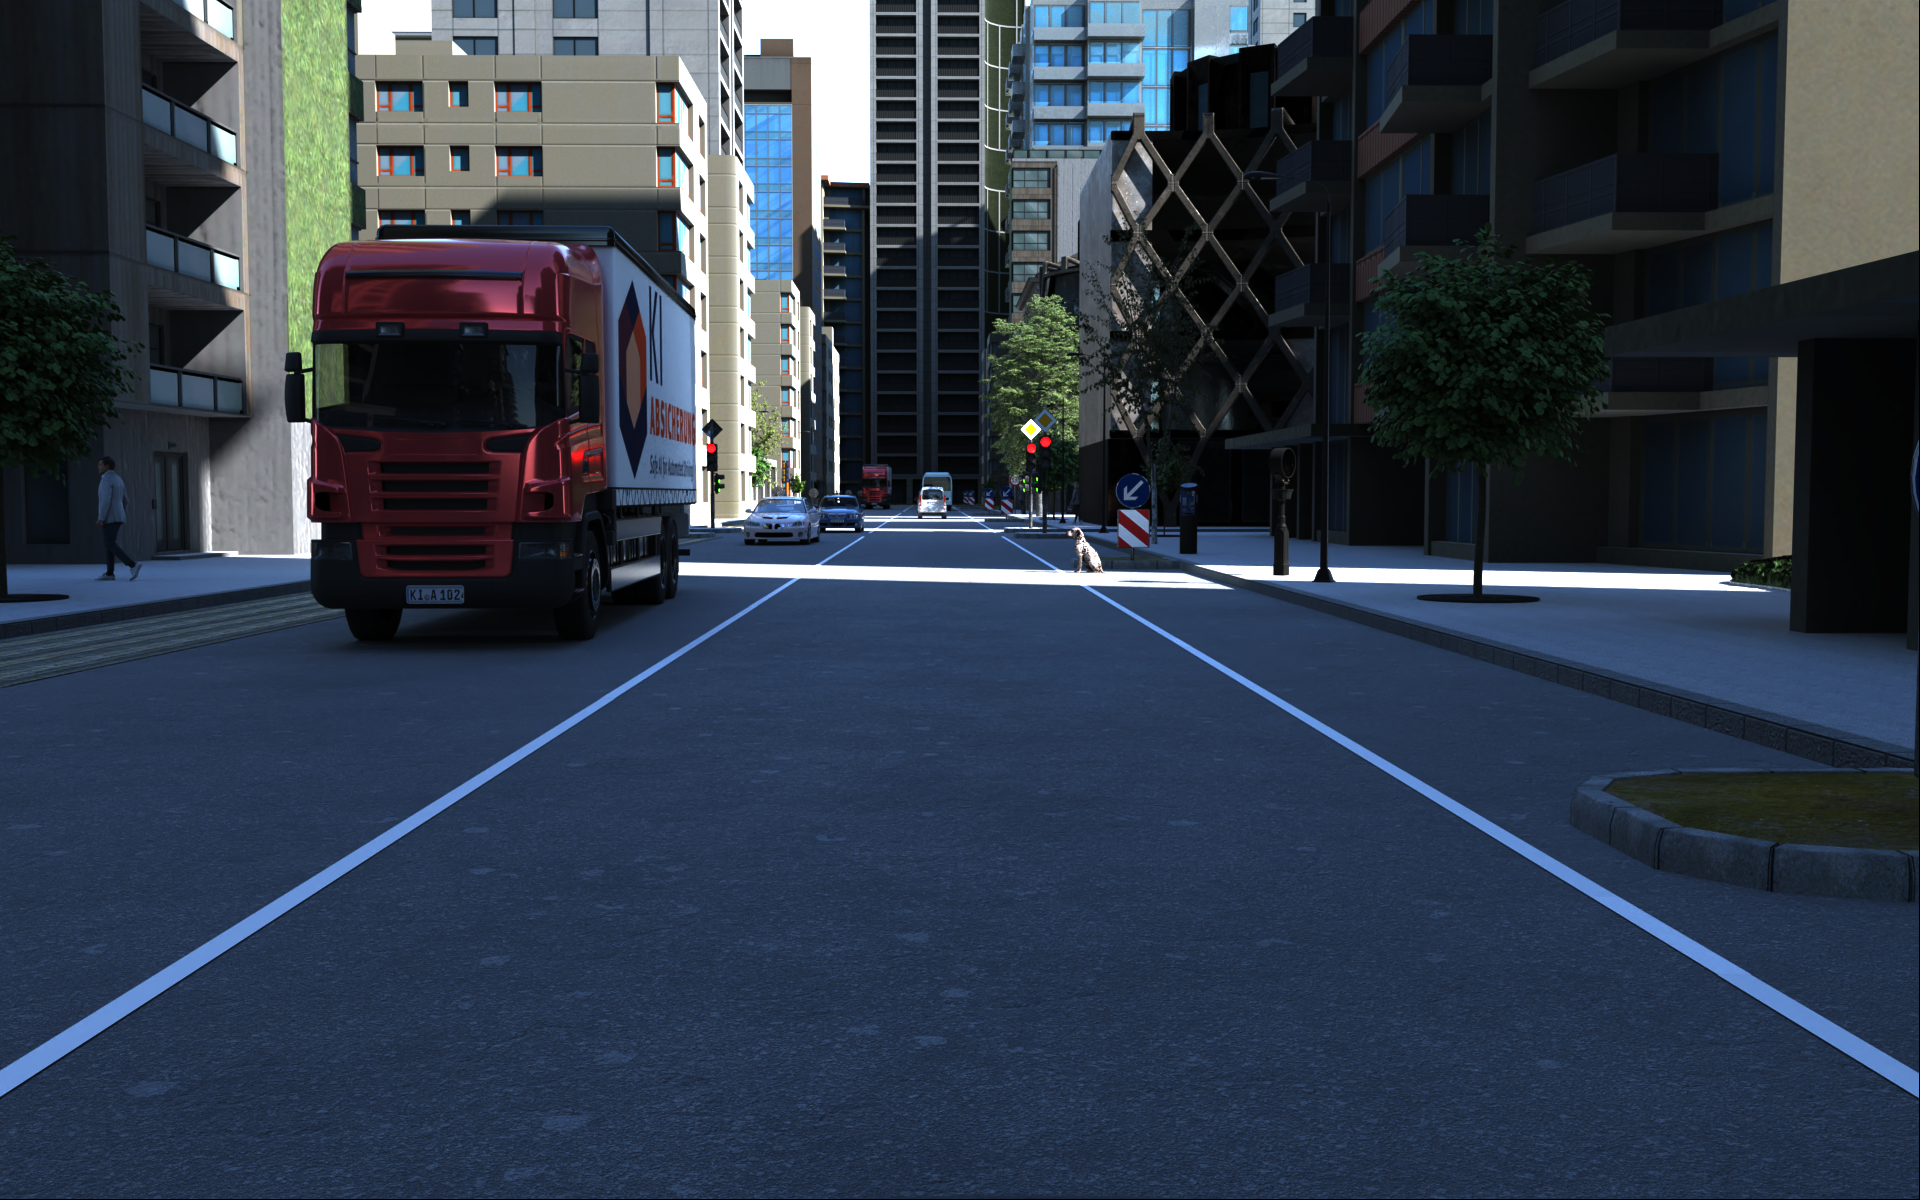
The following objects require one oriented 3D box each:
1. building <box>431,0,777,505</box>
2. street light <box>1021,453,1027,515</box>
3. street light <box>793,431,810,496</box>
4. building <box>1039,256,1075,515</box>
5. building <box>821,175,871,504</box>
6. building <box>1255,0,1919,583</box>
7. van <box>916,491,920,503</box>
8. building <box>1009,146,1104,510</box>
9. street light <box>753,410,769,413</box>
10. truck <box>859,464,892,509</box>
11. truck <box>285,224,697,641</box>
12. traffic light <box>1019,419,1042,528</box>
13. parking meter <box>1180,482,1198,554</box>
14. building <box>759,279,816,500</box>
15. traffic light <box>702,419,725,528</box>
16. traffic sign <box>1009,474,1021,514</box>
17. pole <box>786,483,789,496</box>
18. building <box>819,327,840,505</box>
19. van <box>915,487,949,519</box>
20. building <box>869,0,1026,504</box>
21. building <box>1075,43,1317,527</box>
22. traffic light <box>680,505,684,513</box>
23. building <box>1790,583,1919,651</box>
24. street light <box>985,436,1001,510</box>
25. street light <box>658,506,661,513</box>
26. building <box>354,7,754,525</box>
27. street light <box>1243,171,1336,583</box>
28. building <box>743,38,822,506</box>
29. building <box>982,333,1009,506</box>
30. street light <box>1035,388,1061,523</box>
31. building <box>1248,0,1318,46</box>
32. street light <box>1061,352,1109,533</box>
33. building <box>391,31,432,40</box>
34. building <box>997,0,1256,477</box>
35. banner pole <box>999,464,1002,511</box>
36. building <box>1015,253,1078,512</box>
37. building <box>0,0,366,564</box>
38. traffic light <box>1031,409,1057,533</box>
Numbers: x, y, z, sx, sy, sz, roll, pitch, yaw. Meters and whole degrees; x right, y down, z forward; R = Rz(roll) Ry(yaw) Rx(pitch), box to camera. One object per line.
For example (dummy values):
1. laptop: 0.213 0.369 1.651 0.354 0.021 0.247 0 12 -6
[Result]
1. building: -23.529 -41.699 120.027 20.563 71.187 20.611 0 4 -1
2. street light: 3.453 -8.259 107.574 1.470 5.913 1.316 0 4 -1
3. street light: -11.755 -9.498 127.836 1.470 5.913 1.316 0 4 -1
4. building: 13.477 -14.961 112.071 16.820 18.784 16.811 0 4 -1
5. building: -26.281 -35.493 234.939 28.867 44.769 22.147 0 4 -1
6. building: 19.321 -23.532 39.369 22.147 44.769 28.867 0 4 -1
7. van: -3.933 -11.462 194.409 2.013 2.044 4.112 0 4 -1
8. building: 11.136 -23.024 148.136 14.160 30.474 14.107 0 4 -1
9. street light: -11.263 -7.559 96.123 1.470 5.913 1.316 0 4 -1
10. truck: -7.920 -10.745 164.587 2.839 4.237 11.283 0 4 0
11. truck: -4.926 -1.925 20.384 2.839 4.237 11.283 0 4 -3
12. traffic light: 2.635 -4.644 64.853 0.839 4.253 0.868 0 4 -1
13. parking meter: 4.909 -1.760 37.181 0.372 1.533 0.369 0 3 0
14. building: -27.610 -18.903 154.099 27.650 21.520 28.899 0 4 -1
15. traffic light: -9.225 -4.631 64.640 0.839 4.253 0.868 0 4 -1
16. traffic sign: 3.576 -6.863 112.311 0.768 2.556 0.104 0 4 3
17. pole: -11.965 -7.699 119.727 0.158 3.312 0.155 0 3 0
18. building: -29.177 -21.761 200.835 28.899 21.520 27.650 0 4 -1
19. van: -1.619 -5.704 100.271 2.013 2.044 4.112 0 4 -2
20. building: -1.528 -48.637 233.474 20.611 71.187 20.563 0 4 -1
21. building: 14.113 -12.590 73.294 16.811 18.784 16.820 0 4 -1
22. traffic light: -9.092 -4.143 56.656 0.839 4.253 0.868 0 4 -1
23. building: 17.618 -21.279 2.537 22.147 44.769 28.867 0 4 -1
24. street light: 2.746 -10.205 139.392 1.470 5.913 1.316 0 4 -1
25. street light: -10.664 -5.625 64.507 1.470 5.913 1.316 0 4 -1
26. building: -25.127 -14.545 82.853 27.650 21.520 28.899 0 4 -1
27. street light: 4.770 -3.214 25.096 1.470 5.913 1.316 0 4 -1
28. building: -21.347 -32.103 174.989 14.600 45.320 14.200 0 4 -1
29. building: 16.747 -21.734 200.395 27.650 21.520 28.899 0 4 -1
30. street light: 3.973 -6.325 75.956 1.470 5.913 1.316 0 4 -1
31. building: 43.440 -46.832 203.952 20.611 71.187 20.563 0 4 -1
32. street light: 4.194 -5.158 56.879 1.470 5.913 1.316 0 4 -1
33. building: -57.582 -37.275 198.686 27.495 52.752 28.713 0 4 -1
34. building: 15.860 -33.656 169.891 23.786 49.044 30.456 0 4 -1
35. banner pole: 3.180 -8.725 132.666 0.401 3.779 0.863 0 4 2
36. building: 9.886 -16.232 130.018 10.561 19.102 19.286 0 4 -1
37. building: -20.974 -21.388 33.295 14.154 41.232 14.086 0 4 -1
38. traffic light: 2.768 -4.156 56.869 0.839 4.253 0.868 0 4 -1
